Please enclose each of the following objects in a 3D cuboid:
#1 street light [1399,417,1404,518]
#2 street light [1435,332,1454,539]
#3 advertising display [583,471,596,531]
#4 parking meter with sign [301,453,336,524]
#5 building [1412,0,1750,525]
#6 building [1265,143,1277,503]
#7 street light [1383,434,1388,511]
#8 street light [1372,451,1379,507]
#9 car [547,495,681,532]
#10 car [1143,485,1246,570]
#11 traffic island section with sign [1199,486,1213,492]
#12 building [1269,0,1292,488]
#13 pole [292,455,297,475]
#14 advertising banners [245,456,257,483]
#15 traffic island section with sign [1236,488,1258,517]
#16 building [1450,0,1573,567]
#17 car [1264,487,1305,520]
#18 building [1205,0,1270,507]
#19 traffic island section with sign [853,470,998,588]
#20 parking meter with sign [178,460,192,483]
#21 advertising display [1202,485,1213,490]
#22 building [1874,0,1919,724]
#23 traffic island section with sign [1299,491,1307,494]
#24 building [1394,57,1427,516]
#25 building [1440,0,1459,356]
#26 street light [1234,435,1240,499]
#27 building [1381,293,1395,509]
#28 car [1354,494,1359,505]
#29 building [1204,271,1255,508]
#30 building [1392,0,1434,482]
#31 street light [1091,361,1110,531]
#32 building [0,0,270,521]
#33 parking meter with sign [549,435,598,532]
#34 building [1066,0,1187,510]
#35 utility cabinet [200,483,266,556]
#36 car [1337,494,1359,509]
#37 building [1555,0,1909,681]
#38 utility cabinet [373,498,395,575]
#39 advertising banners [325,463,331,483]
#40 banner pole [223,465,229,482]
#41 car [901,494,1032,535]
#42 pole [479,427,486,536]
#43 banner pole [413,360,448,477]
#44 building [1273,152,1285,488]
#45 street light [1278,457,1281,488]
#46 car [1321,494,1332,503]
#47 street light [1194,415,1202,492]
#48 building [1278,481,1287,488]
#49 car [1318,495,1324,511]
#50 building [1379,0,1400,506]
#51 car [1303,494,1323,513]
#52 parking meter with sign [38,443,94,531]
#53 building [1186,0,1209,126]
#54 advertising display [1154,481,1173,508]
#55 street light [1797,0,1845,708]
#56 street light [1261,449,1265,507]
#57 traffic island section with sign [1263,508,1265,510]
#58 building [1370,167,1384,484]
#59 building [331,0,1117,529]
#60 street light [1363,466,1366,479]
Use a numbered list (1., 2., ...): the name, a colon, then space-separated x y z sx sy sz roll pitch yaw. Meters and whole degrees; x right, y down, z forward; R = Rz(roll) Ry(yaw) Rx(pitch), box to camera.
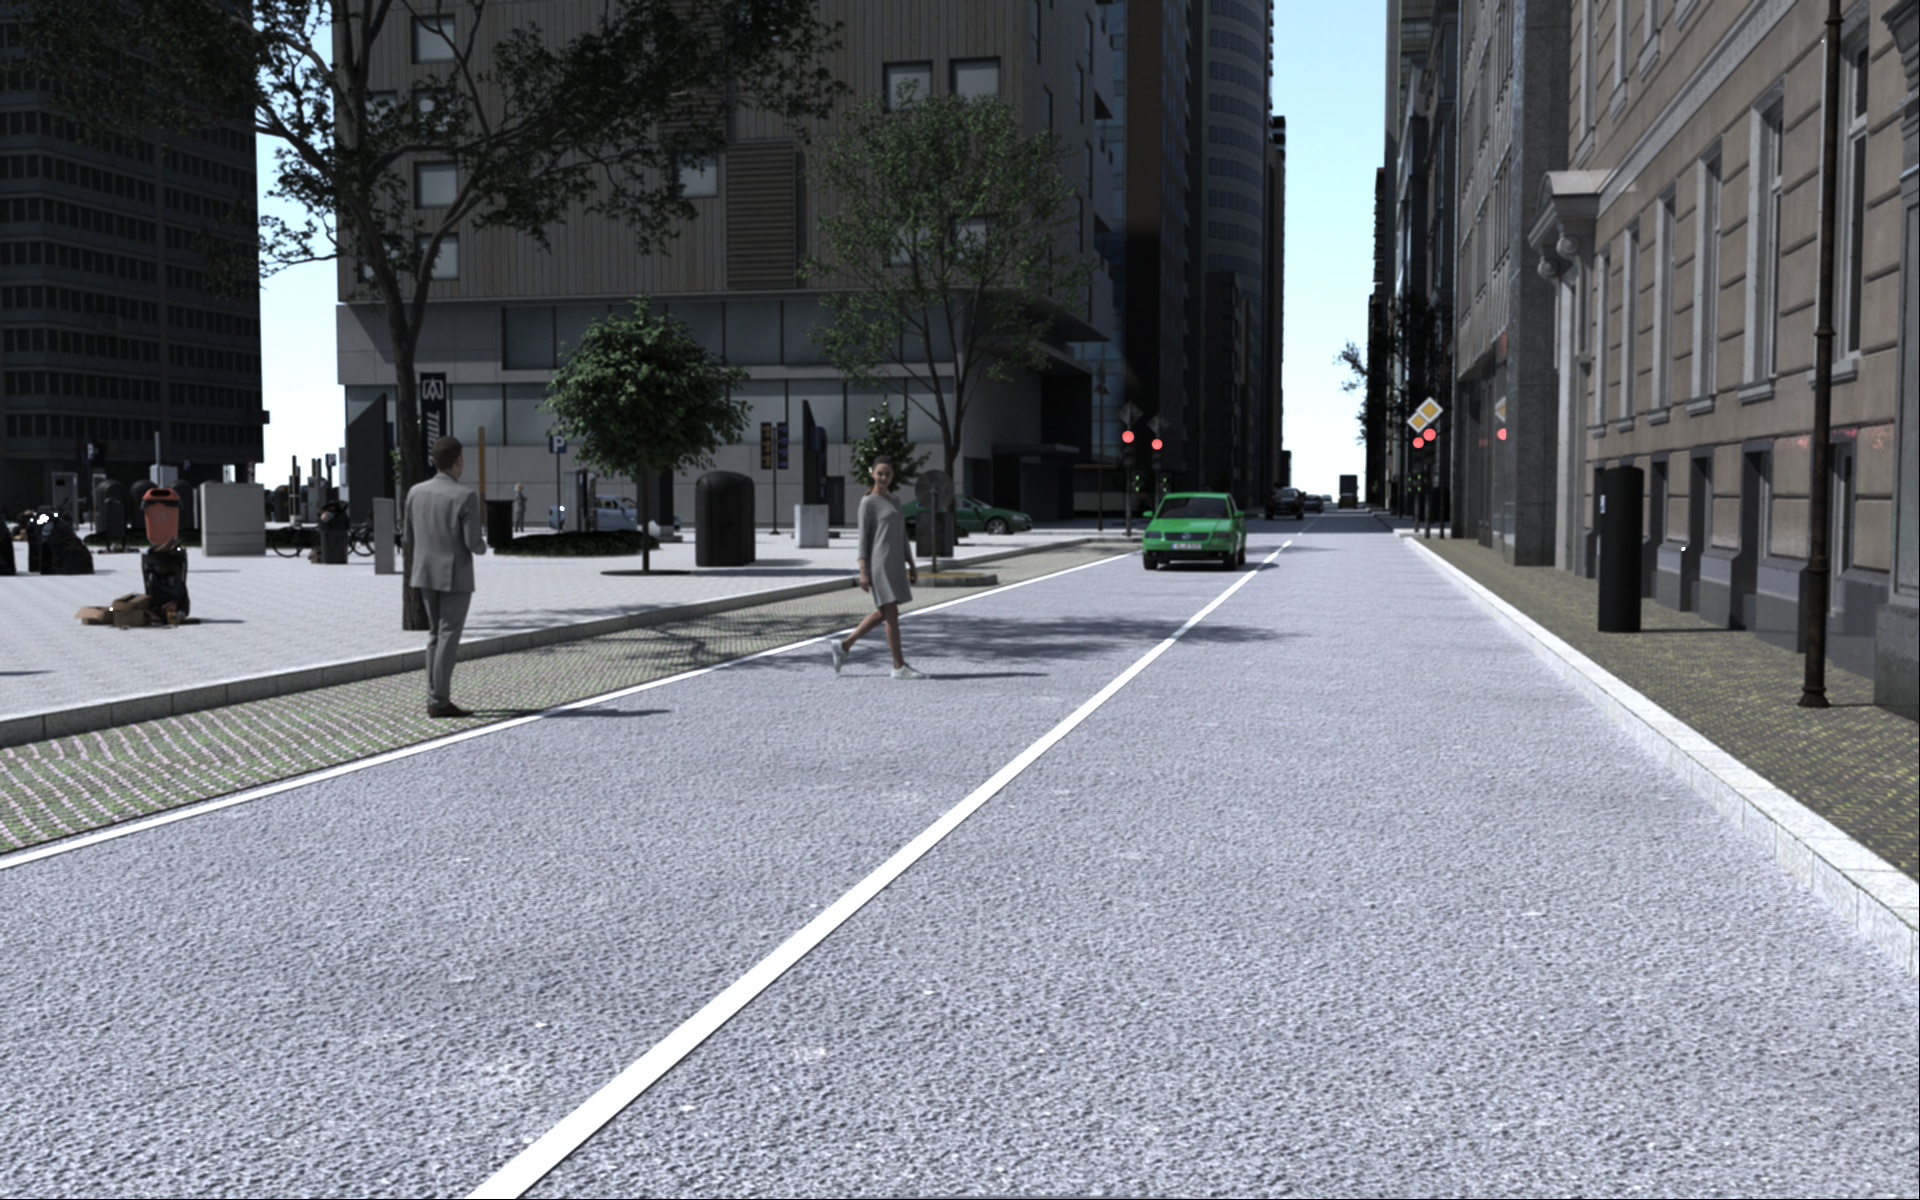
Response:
1. street light: 23.260 -7.244 91.223 0.468 5.910 1.993 1 4 13
2. street light: 13.809 -4.689 49.450 0.468 5.910 1.993 1 4 13
3. advertising display: -10.420 -2.660 48.712 0.123 1.923 0.974 0 4 1
4. parking meter with sign: -27.762 -4.802 74.768 1.738 3.016 0.543 2 4 24
5. building: 30.731 -18.552 89.224 13.634 28.700 20.117 1 4 13
6. building: 28.508 -31.432 197.515 14.154 41.232 14.086 1 4 13
7. street light: 31.972 -9.641 130.411 0.468 5.910 1.993 1 4 13
8. street light: 40.051 -11.826 166.145 0.468 5.910 1.993 1 4 13
9. car: -11.693 -2.856 58.695 4.499 1.417 2.014 1 4 11
10. car: 4.644 -1.542 34.011 1.959 1.807 4.718 1 4 12
11. traffic island section with sign: 11.510 -4.414 80.798 1.989 1.847 2.006 1 4 13
12. building: 40.693 -58.471 268.673 22.319 86.520 31.000 1 4 13
13. pole: -34.910 -5.936 90.902 0.158 3.312 0.155 0 3 0
14. advertising banners: -33.600 -5.141 80.247 2.074 3.025 0.090 -3 4 -38
15. traffic island section with sign: 17.494 -6.046 107.485 1.989 1.847 2.006 1 4 13
16. building: 17.877 -13.478 38.382 12.078 24.808 19.932 1 4 13
17. car: 18.412 -5.474 98.172 2.281 1.827 5.304 1 4 13
18. building: 20.214 -38.851 177.208 21.231 58.520 28.212 1 4 13
19. traffic island section with sign: -0.471 -1.142 27.293 1.989 1.847 2.006 1 4 13
20. parking meter with sign: -39.707 -5.583 87.544 0.543 3.016 1.738 2 4 27
21. advertising display: 17.448 -7.165 122.366 0.974 1.923 0.123 3 5 43
22. building: 8.162 -9.235 0.147 9.793 20.994 18.267 1 4 13
23. traffic island section with sign: 52.606 -15.632 264.202 1.989 1.847 2.006 1 4 13
24. building: 34.696 -20.590 114.140 11.434 29.767 29.804 1 4 13
25. building: 27.033 -14.122 59.771 19.941 23.489 11.050 1 4 13
26. street light: 21.604 -9.918 134.947 0.468 5.910 1.993 1 4 13
27. building: 53.630 -19.278 160.237 27.650 21.520 28.899 1 4 13
28. car: 51.862 -13.331 229.763 2.131 1.459 4.920 1 4 14
29. building: 10.909 -18.726 151.208 27.650 21.520 28.899 1 4 13
30. building: 42.259 -27.878 139.407 14.154 41.232 14.086 1 4 13
31. street light: 4.916 -5.362 60.453 0.468 5.910 1.993 1 4 13
32. building: -52.465 -24.278 88.830 23.993 40.220 32.217 1 4 13
33. parking meter with sign: -11.182 -3.308 50.353 1.738 3.016 0.543 3 5 42
34. building: 5.668 -27.627 101.809 14.600 45.320 14.200 1 4 13
35. utility cabinet: -14.914 -1.643 35.541 1.173 1.500 0.318 -3 5 -39
36. car: 37.136 -9.518 165.842 2.015 1.641 3.980 1 4 14
37. building: 14.338 -14.230 18.571 13.634 28.700 20.117 1 4 13
38. utility cabinet: -9.315 -1.034 28.061 0.306 1.237 1.020 -1 4 -16
39. advertising banners: -35.059 -6.199 97.549 0.090 3.025 2.074 1 4 17
40. banner pole: -53.323 -8.305 125.800 0.863 3.779 0.401 3 4 37
41. car: -0.047 -2.784 57.314 4.920 1.459 2.131 1 4 11
42. pole: -14.543 -3.602 52.740 0.158 3.312 0.155 0 3 0
43. banner pole: -9.688 -2.531 31.394 0.863 3.779 0.401 0 4 -1
44. building: 34.283 -35.040 223.022 14.600 45.320 14.200 1 4 13
45. street light: 39.842 -14.880 216.074 0.468 5.910 1.993 1 4 13
46. car: 60.102 -16.619 284.079 2.083 1.381 4.827 1 4 12
47. street light: 13.659 -7.756 99.595 0.468 5.910 1.993 1 4 13
48. building: 29.690 -33.753 243.735 32.217 40.220 23.993 1 4 13
49. car: 29.757 -8.199 146.423 2.083 1.381 4.827 1 4 15
50. building: 56.735 -39.516 188.092 21.231 58.520 28.212 1 4 13
51. car: 26.360 -7.255 130.629 2.014 1.417 4.499 1 4 13
52. parking meter with sign: -30.839 -3.879 59.690 1.738 3.016 0.543 0 4 -6
53. building: 10.004 -26.912 123.613 14.154 41.232 14.086 1 4 13
54. advertising display: 10.213 -5.004 87.034 0.974 1.923 0.123 2 4 28
55. street light: 5.159 -2.294 10.287 0.468 5.910 1.993 1 4 13
56. street light: 30.429 -12.311 174.071 0.468 5.910 1.993 1 4 13
57. traffic island section with sign: 28.387 -9.020 156.102 1.989 1.847 2.006 1 4 13
58. building: 65.044 -34.925 225.643 22.147 44.769 28.867 1 4 13
59. building: -8.043 -29.719 75.138 28.713 52.752 27.495 1 4 13
60. street light: 58.240 -16.789 247.283 0.468 5.910 1.993 1 4 13
